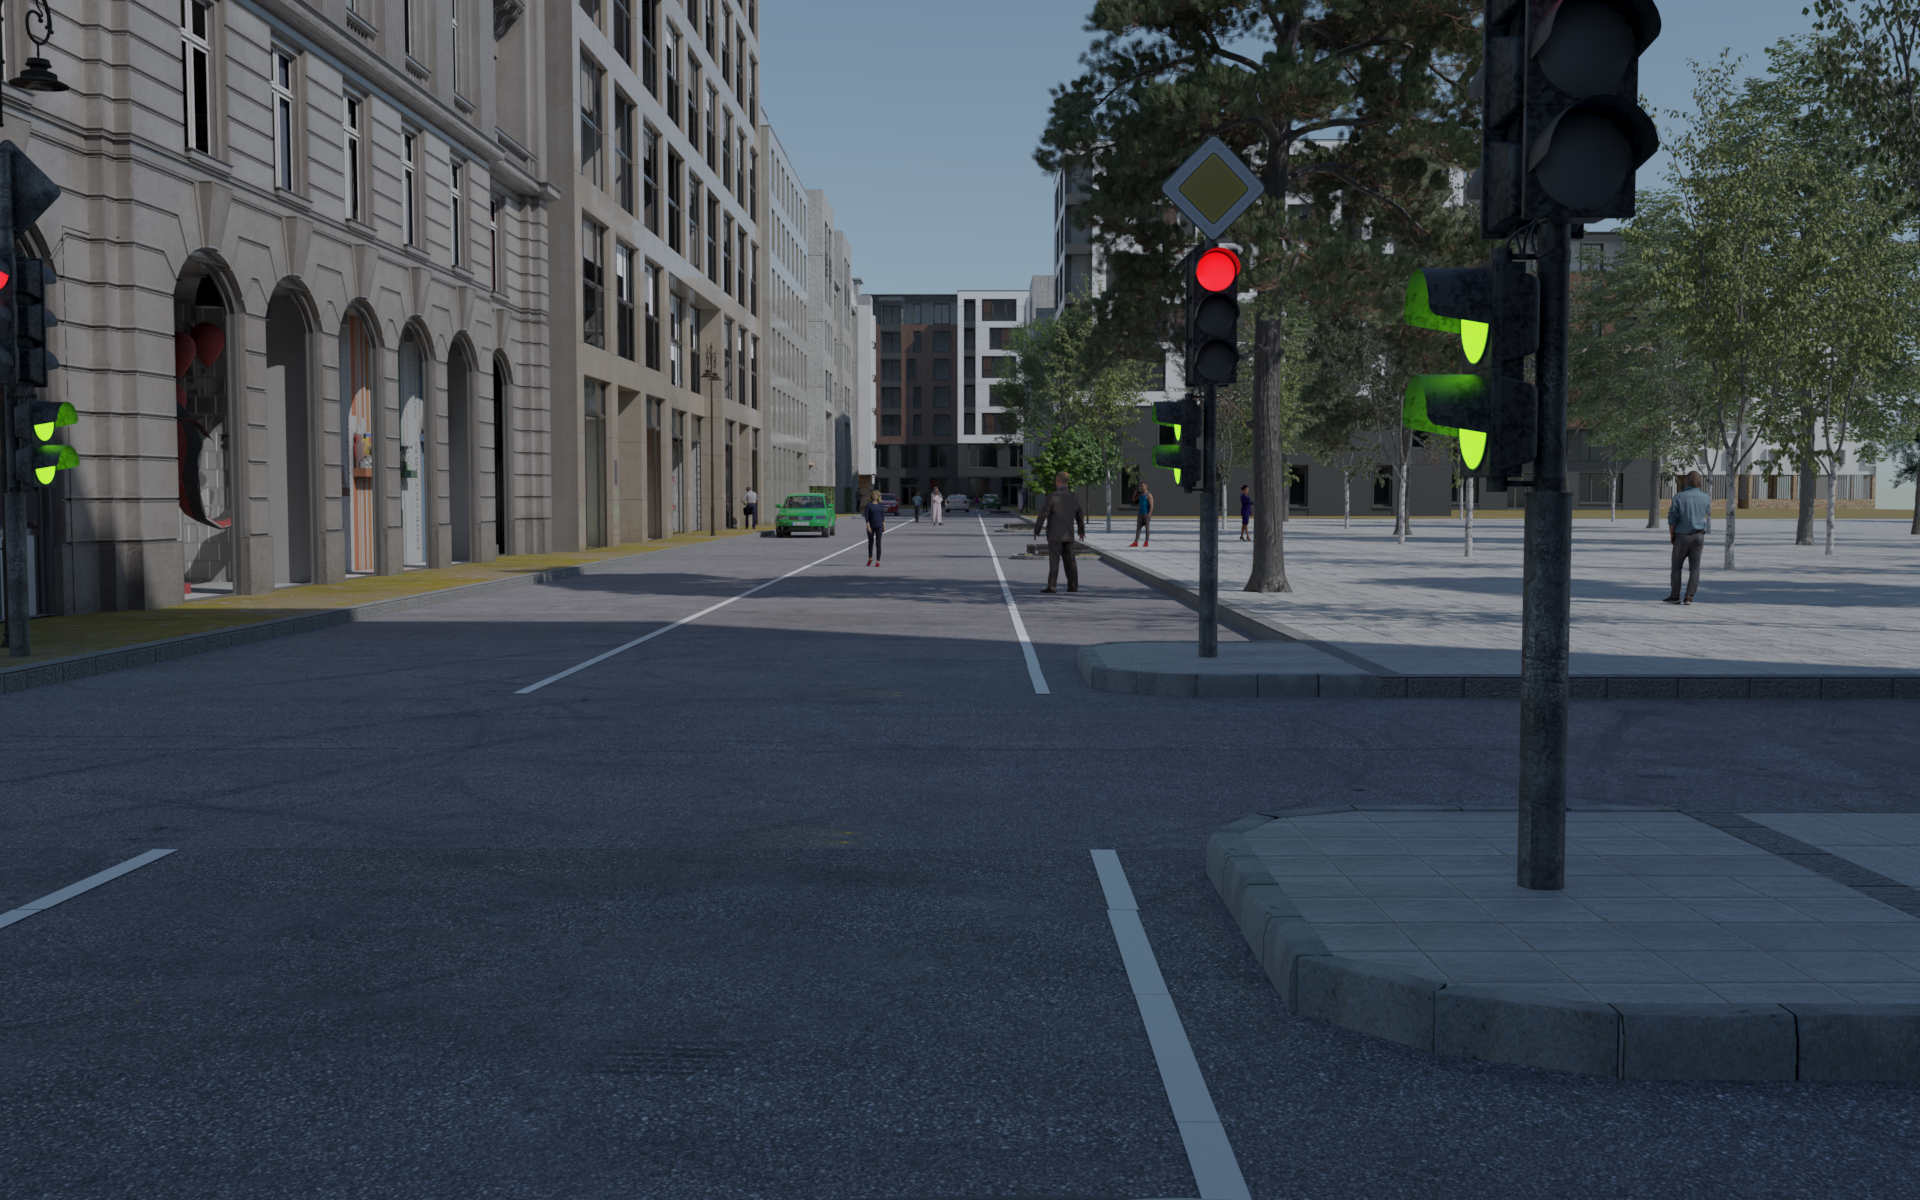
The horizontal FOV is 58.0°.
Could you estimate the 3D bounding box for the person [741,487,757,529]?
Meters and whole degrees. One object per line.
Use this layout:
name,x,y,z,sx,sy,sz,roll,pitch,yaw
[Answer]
person,-7.728,-3.376,63.445,0.614,1.554,0.590,-1,4,-20

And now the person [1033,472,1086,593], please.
person,1.431,-0.986,25.177,0.990,1.755,0.434,-2,4,-33

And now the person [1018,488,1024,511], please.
person,4.666,-7.621,131.314,0.551,1.740,0.621,0,4,-2

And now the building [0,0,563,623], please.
building,-14.814,-11.239,25.552,13.314,21.916,24.055,0,4,0

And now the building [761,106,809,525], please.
building,-13.001,-13.782,80.095,10.420,20.320,16.860,0,4,0

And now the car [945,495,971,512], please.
car,-0.286,-8.856,157.163,2.083,1.381,4.827,0,4,-1

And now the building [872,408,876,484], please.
building,-22.053,-13.340,160.260,28.070,9.664,9.099,0,4,0

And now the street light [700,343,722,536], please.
street light,-7.596,-4.909,53.045,0.468,5.910,1.993,0,4,0

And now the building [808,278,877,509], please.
building,-15.222,-17.926,149.515,16.016,20.091,11.380,0,4,0

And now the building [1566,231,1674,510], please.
building,39.382,-18.656,148.996,32.646,21.610,27.936,0,4,0

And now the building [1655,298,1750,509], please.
building,61.441,-18.319,155.931,11.380,20.091,16.016,0,4,0

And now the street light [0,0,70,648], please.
street light,-7.962,-2.543,14.374,0.468,5.910,1.993,0,4,0

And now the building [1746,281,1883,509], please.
building,73.191,-18.311,155.808,11.380,20.091,16.016,0,4,0

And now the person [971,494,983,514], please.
person,1.197,-6.859,123.861,0.991,1.433,0.599,-2,4,-23

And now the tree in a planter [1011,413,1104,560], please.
tree in a planter,2.136,-2.518,38.387,1.991,3.239,1.994,0,4,0

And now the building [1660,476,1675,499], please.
building,60.592,-14.340,176.607,28.070,9.664,9.099,0,4,0

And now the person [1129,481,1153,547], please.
person,4.407,-2.094,42.151,0.647,1.594,0.662,3,4,38

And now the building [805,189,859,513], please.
building,-16.241,-15.301,116.622,16.747,18.905,31.486,0,4,0

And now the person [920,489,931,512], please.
person,-2.706,-7.756,135.441,1.348,1.807,0.705,2,4,24

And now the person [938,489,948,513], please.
person,-1.562,-7.544,131.861,1.348,1.823,0.705,2,4,32

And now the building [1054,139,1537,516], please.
building,20.115,-16.655,116.278,27.936,21.610,32.646,0,4,0

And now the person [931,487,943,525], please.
person,-1.097,-4.323,79.856,0.551,1.740,0.621,-3,5,-43

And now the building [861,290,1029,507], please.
building,-2.338,-21.016,187.589,32.646,21.610,27.936,0,4,0

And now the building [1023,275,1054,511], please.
building,14.294,-17.253,148.545,16.747,18.905,31.486,0,4,0

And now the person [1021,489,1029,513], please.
person,4.380,-6.650,115.687,0.530,1.710,0.541,-2,4,-33

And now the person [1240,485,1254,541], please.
person,7.893,-2.371,47.186,0.546,1.535,0.453,1,4,14

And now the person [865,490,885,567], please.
person,-1.716,-1.420,34.266,0.480,1.512,0.613,-2,4,-35

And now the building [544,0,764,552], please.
building,-17.898,-15.288,54.482,19.350,26.468,34.151,0,4,0

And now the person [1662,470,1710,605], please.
person,8.397,-0.721,20.037,0.499,1.552,0.429,2,4,27

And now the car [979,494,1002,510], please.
car,2.763,-8.933,157.854,2.131,1.459,4.920,0,4,-1

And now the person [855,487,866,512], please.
person,-7.110,-7.206,124.385,0.750,1.759,0.617,-1,4,-23

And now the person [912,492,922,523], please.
person,-2.169,-4.675,87.149,0.499,1.552,0.429,3,4,38
